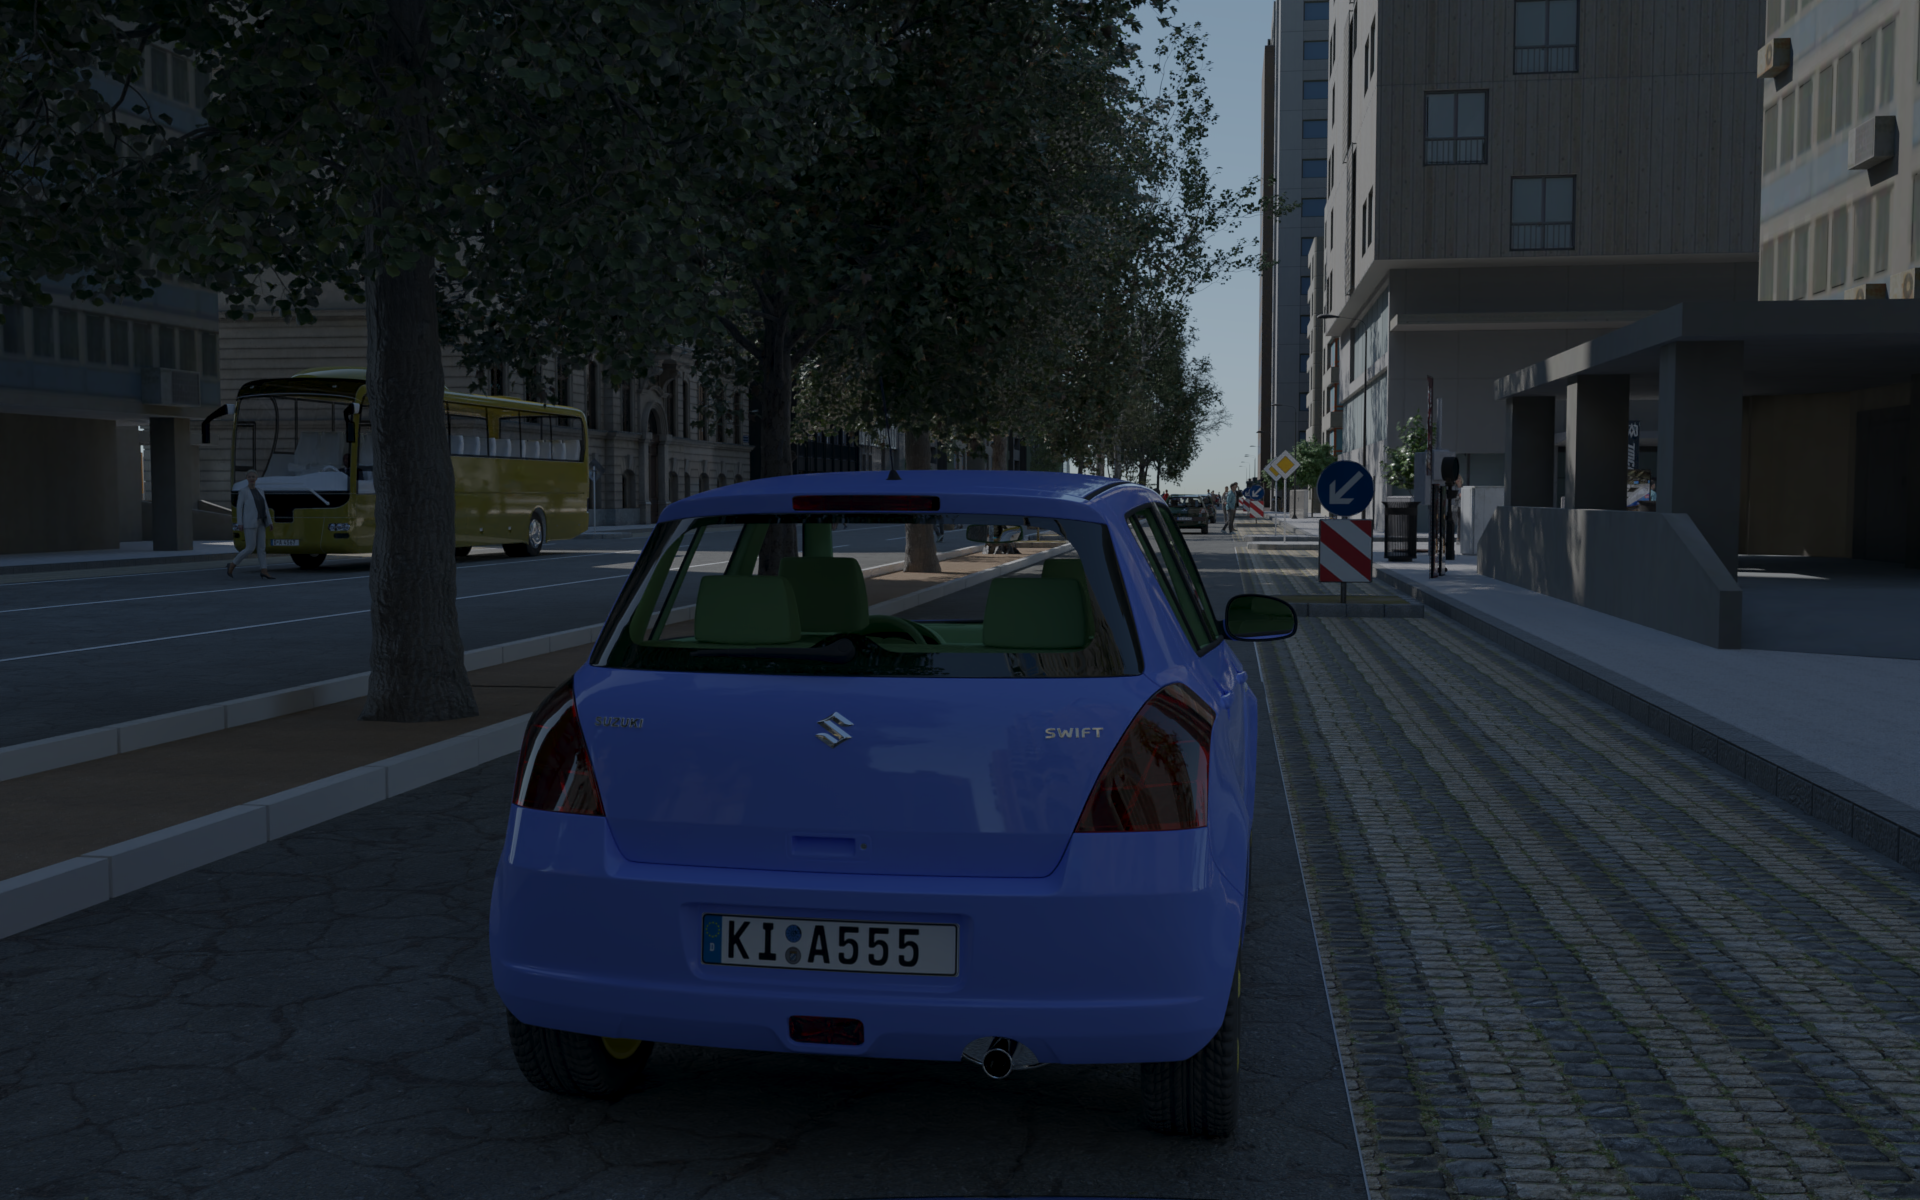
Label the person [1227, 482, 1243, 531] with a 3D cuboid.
[{"bbox_3d":[10.656,-3.623,67.098,0.474,1.900,0.648,3,4,36],"label":"person"}]

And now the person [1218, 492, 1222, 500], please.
[{"bbox_3d":[35.800,-14.045,238.842,0.721,1.736,1.217,-2,4,-24],"label":"person"}]

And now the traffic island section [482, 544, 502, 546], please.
[{"bbox_3d":[-13.151,-1.612,48.639,2.009,0.180,2.903,1,4,9],"label":"traffic island section"}]

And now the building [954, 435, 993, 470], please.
[{"bbox_3d":[-12.173,-19.353,161.467,27.650,21.520,28.899,1,4,9],"label":"building"}]

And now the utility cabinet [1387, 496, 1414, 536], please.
[{"bbox_3d":[13.462,-2.547,52.813,0.306,1.237,1.020,-2,4,-30],"label":"utility cabinet"}]

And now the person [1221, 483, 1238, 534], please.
[{"bbox_3d":[9.655,-3.276,62.089,0.620,1.820,0.660,1,4,11],"label":"person"}]

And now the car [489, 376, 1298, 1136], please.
[{"bbox_3d":[0.046,0.264,5.281,1.945,1.707,3.694,1,4,10],"label":"car"}]

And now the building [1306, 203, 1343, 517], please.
[{"bbox_3d":[36.612,-16.144,108.991,27.650,21.520,28.899,1,4,9],"label":"building"}]

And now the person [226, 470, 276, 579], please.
[{"bbox_3d":[-11.920,-1.266,29.078,0.818,1.842,0.514,0,4,5],"label":"person"}]

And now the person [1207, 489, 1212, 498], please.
[{"bbox_3d":[19.536,-7.817,136.299,0.705,1.826,1.348,-1,4,-15],"label":"person"}]

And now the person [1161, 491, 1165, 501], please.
[{"bbox_3d":[23.635,-11.804,201.949,0.683,1.767,0.568,-2,4,-30],"label":"person"}]

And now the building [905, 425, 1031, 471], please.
[{"bbox_3d":[0.354,-25.964,196.208,14.160,30.474,14.107,1,4,9],"label":"building"}]

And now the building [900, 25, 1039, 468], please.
[{"bbox_3d":[1.874,-48.070,224.196,20.563,71.187,20.611,1,4,9],"label":"building"}]

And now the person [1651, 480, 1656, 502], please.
[{"bbox_3d":[19.016,-2.419,48.066,0.620,1.820,0.660,-2,4,-31],"label":"person"}]

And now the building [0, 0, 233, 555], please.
[{"bbox_3d":[-29.475,-20.948,34.389,23.993,40.220,32.217,1,4,9],"label":"building"}]

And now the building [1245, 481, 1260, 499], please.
[{"bbox_3d":[54.286,-32.833,228.697,32.217,40.220,23.993,1,4,9],"label":"building"}]

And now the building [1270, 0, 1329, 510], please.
[{"bbox_3d":[37.265,-36.986,146.715,21.231,58.520,28.212,1,4,9],"label":"building"}]

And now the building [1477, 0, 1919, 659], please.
[{"bbox_3d":[23.238,-19.916,17.516,32.217,40.220,23.993,1,4,9],"label":"building"}]

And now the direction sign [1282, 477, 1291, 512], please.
[{"bbox_3d":[22.947,-7.904,121.227,0.876,3.537,0.379,3,4,36],"label":"direction sign"}]

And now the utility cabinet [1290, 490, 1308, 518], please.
[{"bbox_3d":[17.679,-4.997,90.376,0.318,1.500,1.173,-2,4,-27],"label":"utility cabinet"}]

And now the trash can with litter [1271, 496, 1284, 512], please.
[{"bbox_3d":[22.885,-6.919,124.514,0.624,1.170,1.055,3,4,37],"label":"trash can with litter"}]

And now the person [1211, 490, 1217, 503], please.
[{"bbox_3d":[21.376,-8.378,146.006,0.617,1.759,0.750,2,4,30],"label":"person"}]

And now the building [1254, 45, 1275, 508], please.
[{"bbox_3d":[36.479,-31.779,169.690,14.600,45.320,14.200,1,4,9],"label":"building"}]

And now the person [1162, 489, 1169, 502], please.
[{"bbox_3d":[17.435,-8.440,146.431,0.705,1.831,1.348,3,5,39],"label":"person"}]

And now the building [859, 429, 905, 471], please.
[{"bbox_3d":[-11.447,-18.285,116.985,12.078,24.808,19.932,1,4,9],"label":"building"}]

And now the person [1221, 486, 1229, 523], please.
[{"bbox_3d":[11.891,-4.184,77.184,0.520,1.790,0.573,1,4,10],"label":"person"}]

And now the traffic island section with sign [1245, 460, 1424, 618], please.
[{"bbox_3d":[4.498,-0.755,20.964,1.989,1.847,2.006,1,4,9],"label":"traffic island section with sign"}]

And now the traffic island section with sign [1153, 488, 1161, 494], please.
[{"bbox_3d":[14.474,-7.342,128.176,2.006,1.907,1.989,1,4,9],"label":"traffic island section with sign"}]

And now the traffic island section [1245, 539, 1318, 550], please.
[{"bbox_3d":[8.540,-1.410,45.339,2.009,0.180,2.903,1,4,9],"label":"traffic island section"}]

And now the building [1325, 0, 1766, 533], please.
[{"bbox_3d":[27.853,-29.083,64.740,27.495,52.752,28.713,1,4,9],"label":"building"}]

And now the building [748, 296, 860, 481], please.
[{"bbox_3d":[-13.456,-16.489,99.279,12.332,23.373,15.834,1,4,9],"label":"building"}]

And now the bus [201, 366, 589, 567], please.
[{"bbox_3d":[-11.302,-2.777,36.947,2.896,3.916,12.252,1,4,9],"label":"bus"}]

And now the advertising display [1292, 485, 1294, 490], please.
[{"bbox_3d":[24.445,-7.444,126.926,0.123,1.923,0.974,1,4,14],"label":"advertising display"}]

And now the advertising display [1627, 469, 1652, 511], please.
[{"bbox_3d":[17.288,-2.408,44.581,0.974,1.923,0.123,0,4,-5],"label":"advertising display"}]

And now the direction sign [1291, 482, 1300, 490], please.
[{"bbox_3d":[21.913,-7.323,111.726,0.379,3.537,0.876,-1,4,-19],"label":"direction sign"}]

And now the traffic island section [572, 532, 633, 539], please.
[{"bbox_3d":[-11.948,-2.095,56.533,2.009,0.180,2.903,1,4,9],"label":"traffic island section"}]

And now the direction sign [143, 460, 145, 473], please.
[{"bbox_3d":[-49.276,-6.884,104.546,0.379,3.537,0.876,-1,4,-9],"label":"direction sign"}]

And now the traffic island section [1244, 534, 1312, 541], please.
[{"bbox_3d":[9.743,-1.893,53.234,2.009,0.180,2.903,1,4,9],"label":"traffic island section"}]

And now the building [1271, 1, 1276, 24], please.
[{"bbox_3d":[52.965,-49.677,250.468,20.563,71.187,20.611,1,4,9],"label":"building"}]

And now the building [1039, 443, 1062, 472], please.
[{"bbox_3d":[6.733,-34.155,242.030,14.154,41.232,14.086,1,4,9],"label":"building"}]

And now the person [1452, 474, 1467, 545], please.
[{"bbox_3d":[12.583,-2.285,43.591,0.537,1.800,0.526,1,4,9],"label":"person"}]

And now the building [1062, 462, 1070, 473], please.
[{"bbox_3d":[6.124,-58.160,263.581,22.319,86.520,31.000,1,4,9],"label":"building"}]

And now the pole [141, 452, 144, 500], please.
[{"bbox_3d":[-39.988,-5.554,84.651,0.158,3.312,0.155,0,3,0],"label":"pole"}]

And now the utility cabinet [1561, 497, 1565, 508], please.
[{"bbox_3d":[14.388,-1.758,39.908,1.020,1.237,0.306,1,4,16],"label":"utility cabinet"}]

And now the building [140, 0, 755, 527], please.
[{"bbox_3d":[-18.578,-15.592,74.006,14.460,24.649,34.723,1,4,9],"label":"building"}]

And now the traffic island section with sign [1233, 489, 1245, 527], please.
[{"bbox_3d":[12.825,-4.096,75.600,1.989,1.847,2.006,1,4,9],"label":"traffic island section with sign"}]

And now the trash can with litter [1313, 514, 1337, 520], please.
[{"bbox_3d":[18.661,-4.585,86.017,1.678,1.210,2.233,-1,4,-10],"label":"trash can with litter"}]
